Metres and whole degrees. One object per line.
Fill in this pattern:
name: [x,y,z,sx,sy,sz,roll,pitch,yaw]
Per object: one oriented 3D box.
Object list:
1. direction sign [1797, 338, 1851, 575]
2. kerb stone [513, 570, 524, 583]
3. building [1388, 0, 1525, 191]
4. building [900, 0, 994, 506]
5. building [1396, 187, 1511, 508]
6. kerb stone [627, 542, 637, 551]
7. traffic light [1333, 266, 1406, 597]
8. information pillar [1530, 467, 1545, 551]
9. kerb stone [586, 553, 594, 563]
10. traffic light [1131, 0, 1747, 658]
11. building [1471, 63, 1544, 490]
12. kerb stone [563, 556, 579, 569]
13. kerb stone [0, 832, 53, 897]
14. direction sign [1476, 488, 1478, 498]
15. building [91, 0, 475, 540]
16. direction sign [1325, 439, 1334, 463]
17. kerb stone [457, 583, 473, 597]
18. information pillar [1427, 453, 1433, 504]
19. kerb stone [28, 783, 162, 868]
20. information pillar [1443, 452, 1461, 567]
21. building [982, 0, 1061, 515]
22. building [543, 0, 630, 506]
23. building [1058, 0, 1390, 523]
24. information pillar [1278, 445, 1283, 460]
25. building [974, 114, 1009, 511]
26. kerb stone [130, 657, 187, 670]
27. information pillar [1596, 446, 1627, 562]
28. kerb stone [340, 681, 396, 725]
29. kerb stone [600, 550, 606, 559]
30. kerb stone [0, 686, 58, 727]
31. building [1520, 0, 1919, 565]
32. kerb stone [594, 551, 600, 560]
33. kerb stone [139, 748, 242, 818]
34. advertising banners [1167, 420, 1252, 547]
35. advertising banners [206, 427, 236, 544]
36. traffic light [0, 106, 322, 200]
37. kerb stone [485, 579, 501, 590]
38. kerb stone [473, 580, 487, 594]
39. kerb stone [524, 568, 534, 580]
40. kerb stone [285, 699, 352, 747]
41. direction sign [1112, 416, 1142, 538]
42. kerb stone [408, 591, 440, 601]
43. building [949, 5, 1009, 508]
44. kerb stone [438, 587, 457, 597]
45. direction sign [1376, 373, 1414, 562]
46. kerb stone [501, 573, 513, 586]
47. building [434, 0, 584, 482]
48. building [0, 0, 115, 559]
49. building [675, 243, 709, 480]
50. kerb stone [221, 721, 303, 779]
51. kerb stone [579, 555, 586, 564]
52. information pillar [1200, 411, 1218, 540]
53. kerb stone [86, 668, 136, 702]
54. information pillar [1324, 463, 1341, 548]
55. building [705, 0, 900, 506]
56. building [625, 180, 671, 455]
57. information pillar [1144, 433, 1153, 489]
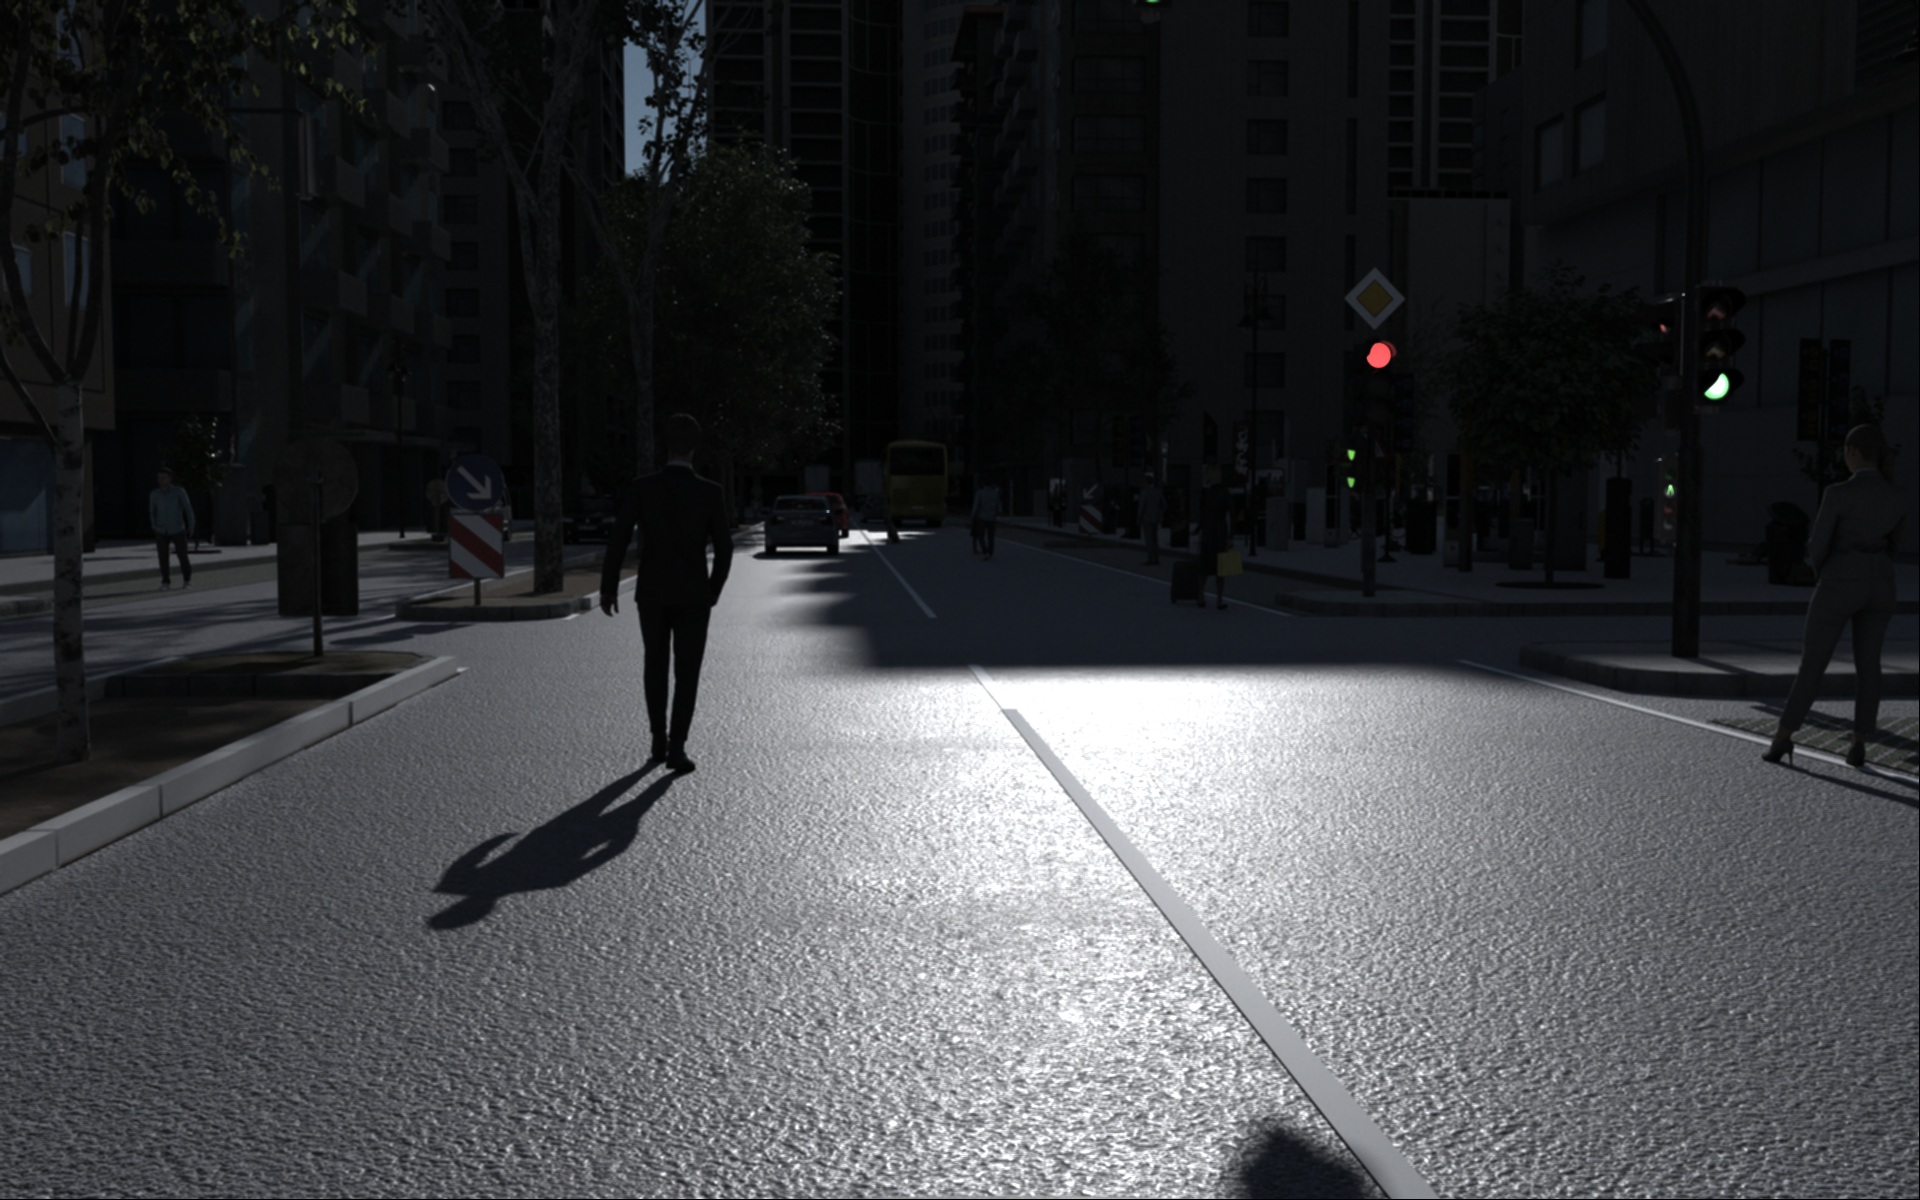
direction sign: [12.644,-2.044,25.409,0.876,3.537,0.379,-1,4,-16]
kerb stone: [-7.224,-0.351,27.936,0.120,0.150,1.000,0,4,-4]
building: [52.507,-46.285,195.005,20.611,71.187,20.563,0,4,-4]
building: [7.518,-39.764,192.143,28.212,58.520,21.231,0,4,-4]
building: [43.411,-24.162,166.757,14.107,30.474,14.160,0,4,-4]
kerb stone: [-8.451,-1.348,44.293,0.120,0.150,1.000,0,4,-4]
traffic light: [5.093,-1.994,21.529,0.839,4.253,0.868,0,4,-4]
information pillar: [13.047,-2.111,39.010,0.304,2.012,0.304,-2,4,-23]
kerb stone: [-7.827,-0.850,36.127,0.120,0.150,1.000,0,4,-4]
traffic light: [3.611,-2.361,13.269,4.771,5.953,1.251,0,4,-4]
building: [58.450,-29.592,167.428,14.086,41.232,14.154,0,4,-4]
kerb stone: [-7.681,-0.727,34.080,0.120,0.150,1.000,0,4,-4]
kerb stone: [-3.469,0.986,6.098,0.120,0.150,1.000,0,4,-4]
direction sign: [24.556,-5.518,82.220,0.876,3.537,0.379,2,4,33]
building: [-30.794,-26.898,59.398,23.786,49.044,30.456,0,4,-4]
direction sign: [15.269,-4.871,71.637,0.379,3.537,0.876,2,4,31]
kerb stone: [-6.910,-0.101,23.855,0.120,0.150,1.000,0,4,-4]
information pillar: [26.651,-6.538,98.248,0.504,3.616,0.183,-3,5,-39]
kerb stone: [-3.548,0.922,7.124,0.120,0.150,1.000,0,4,-4]
information pillar: [8.648,-1.583,30.373,0.304,2.012,0.304,1,4,16]
building: [14.012,-30.176,112.994,23.786,49.044,30.456,0,4,-4]
building: [-35.533,-42.841,138.702,20.563,71.187,20.611,0,4,-4]
building: [11.430,-18.987,82.140,14.160,30.474,14.107,0,4,-4]
information pillar: [13.956,-5.101,74.758,0.504,3.616,0.183,0,4,6]
building: [7.895,-22.245,135.406,14.160,30.474,14.107,0,4,-4]
kerb stone: [-6.104,0.555,13.125,0.120,0.150,1.000,0,4,-4]
information pillar: [12.297,-2.526,32.653,0.504,3.616,0.183,1,4,19]
kerb stone: [-3.855,0.672,11.211,0.120,0.150,1.000,0,4,-4]
kerb stone: [-7.986,-0.977,38.166,0.120,0.150,1.000,0,4,-4]
kerb stone: [-5.962,0.680,11.084,0.120,0.150,1.000,0,4,-4]
building: [29.301,-27.213,34.174,27.495,52.752,28.713,0,4,-4]
kerb stone: [-7.913,-0.914,37.146,0.120,0.150,1.000,0,4,-4]
kerb stone: [-3.622,0.859,8.149,0.120,0.150,1.000,0,4,-4]
advertising banners: [5.992,-2.765,41.401,2.074,3.025,0.090,1,4,14]
advertising banners: [-19.124,-2.980,44.905,0.090,3.025,2.074,0,4,-2]
traffic light: [-9.990,-2.798,20.421,4.771,5.953,1.251,0,4,-4]
kerb stone: [-7.061,-0.226,25.894,0.120,0.150,1.000,0,4,-4]
kerb stone: [-6.989,-0.164,24.874,0.120,0.150,1.000,0,4,-4]
kerb stone: [-7.302,-0.409,28.972,0.120,0.150,1.000,0,4,-4]
kerb stone: [-3.789,0.735,10.188,0.120,0.150,1.000,0,4,-4]
direction sign: [4.852,-3.572,50.394,0.876,3.537,0.379,2,4,25]
kerb stone: [-6.760,0.024,21.803,0.120,0.150,1.000,0,4,-4]
building: [10.479,-30.706,156.670,22.147,44.769,28.867,0,4,-4]
kerb stone: [-6.831,-0.039,22.825,0.120,0.150,1.000,0,4,-4]
direction sign: [8.065,-2.484,32.618,0.876,3.537,0.379,1,4,19]
kerb stone: [-7.140,-0.288,26.913,0.120,0.150,1.000,0,4,-4]
building: [-29.922,-20.156,101.248,14.160,30.474,14.107,0,4,-4]
building: [-25.055,-23.207,29.550,14.600,45.320,14.200,0,4,-4]
building: [-34.350,-25.370,186.507,14.107,30.474,14.160,0,4,-4]
kerb stone: [-3.707,0.797,9.167,0.120,0.150,1.000,0,4,-4]
kerb stone: [-7.757,-0.790,35.105,0.120,0.150,1.000,0,4,-4]
information pillar: [7.036,-3.512,48.780,0.504,3.616,0.183,-3,4,-36]
kerb stone: [-6.038,0.617,12.103,0.120,0.150,1.000,0,4,-4]
information pillar: [8.937,-2.266,41.537,0.304,2.012,0.304,2,4,29]
building: [-16.912,-46.008,190.475,20.611,71.187,20.563,0,4,-4]
building: [-34.859,-23.824,161.229,14.107,30.474,14.160,0,4,-4]
information pillar: [7.299,-4.629,67.037,0.183,3.616,0.504,3,5,41]
